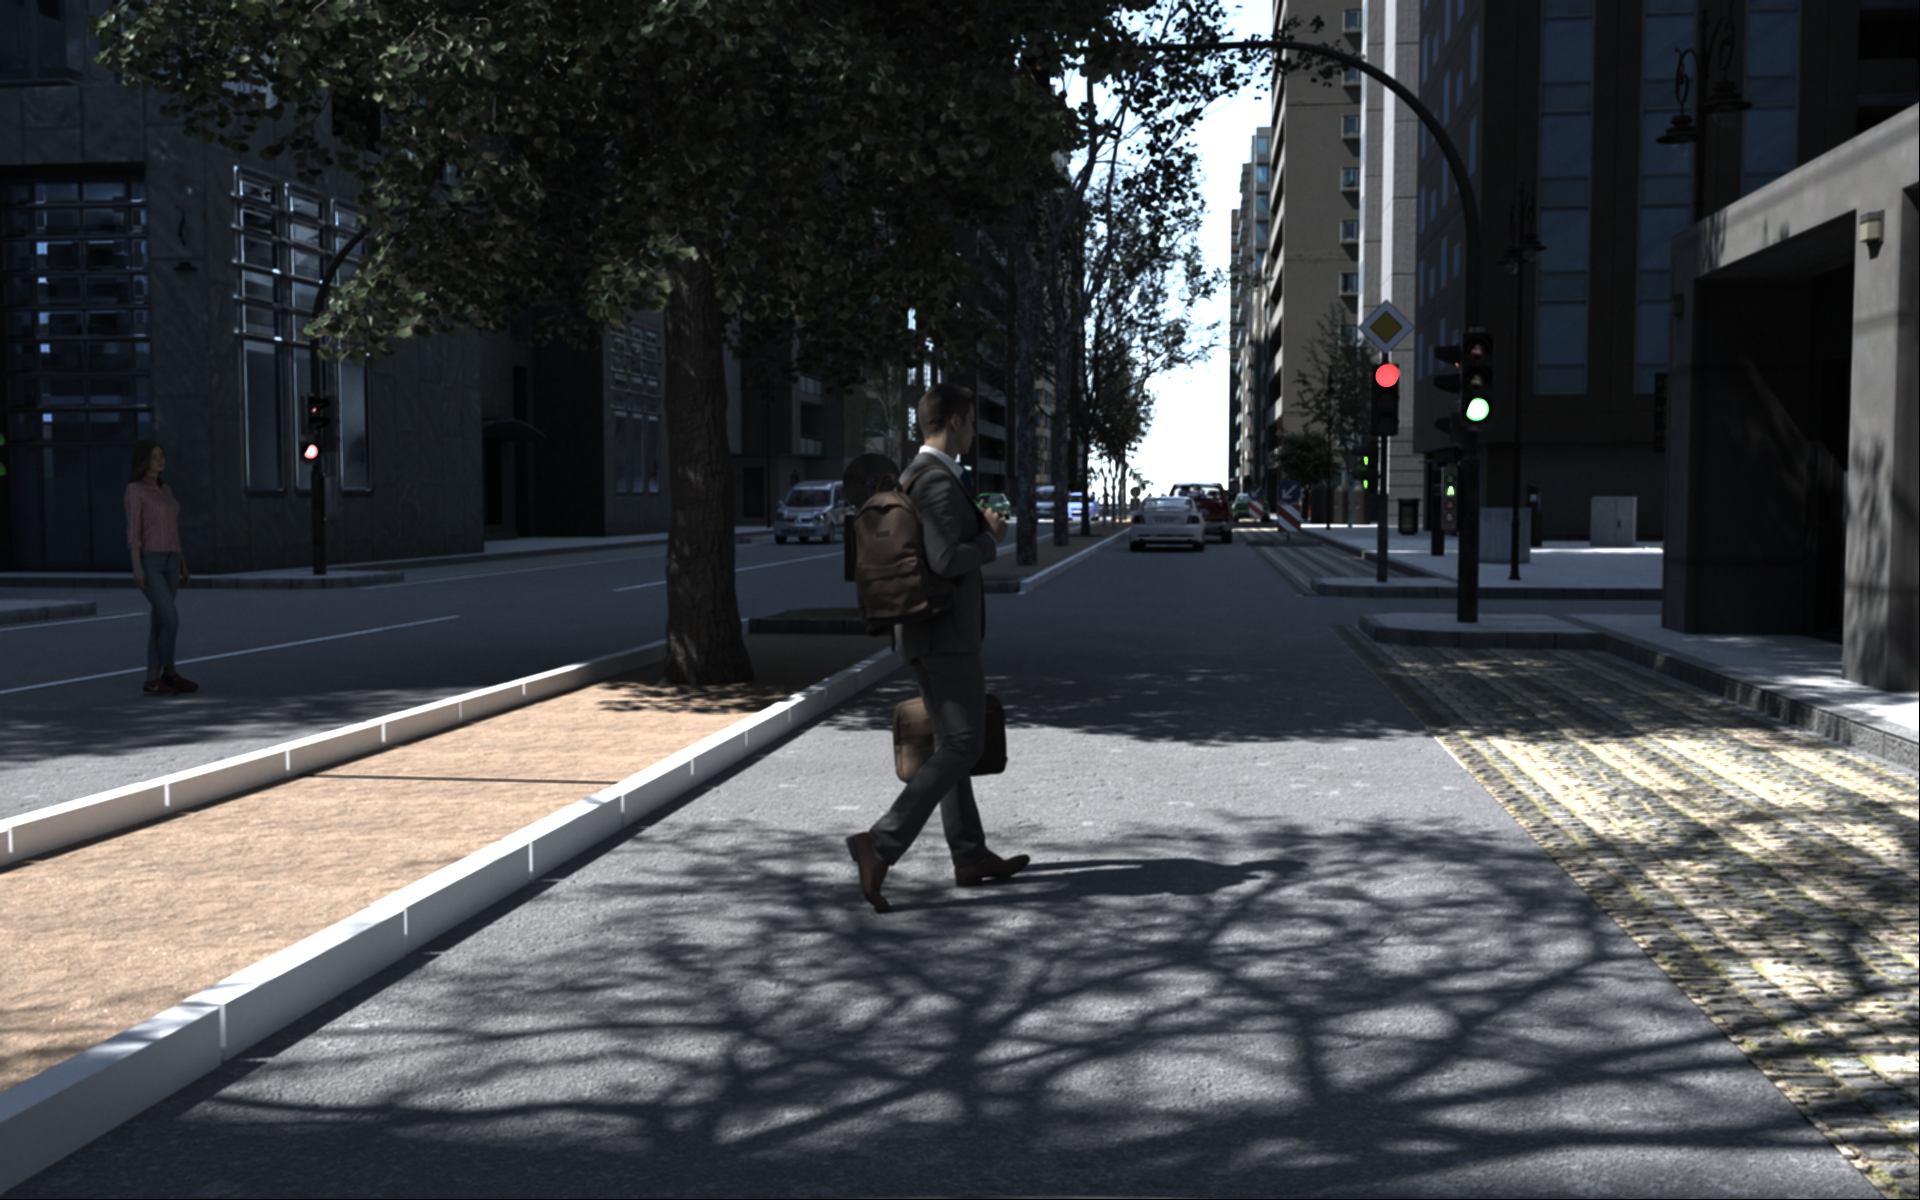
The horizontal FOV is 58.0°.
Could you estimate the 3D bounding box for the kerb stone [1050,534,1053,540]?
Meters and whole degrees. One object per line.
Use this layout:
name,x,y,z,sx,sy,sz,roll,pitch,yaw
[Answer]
kerb stone,2.675,-1.911,53.441,0.120,0.150,1.000,0,4,8

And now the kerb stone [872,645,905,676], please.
kerb stone,-0.603,0.500,14.014,0.120,0.150,1.000,0,4,8

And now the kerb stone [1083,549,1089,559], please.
kerb stone,2.667,-0.960,37.897,0.120,0.150,1.000,0,4,8

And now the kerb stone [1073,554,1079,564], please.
kerb stone,2.246,-0.772,34.831,0.120,0.150,1.000,0,4,8

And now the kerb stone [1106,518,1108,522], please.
kerb stone,7.114,-3.894,85.928,0.120,0.150,1.000,0,4,8

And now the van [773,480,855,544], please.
van,-4.248,-2.679,50.814,2.013,2.044,4.112,1,4,9

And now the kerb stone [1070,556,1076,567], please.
kerb stone,2.114,-0.711,33.812,0.120,0.150,1.000,0,4,8

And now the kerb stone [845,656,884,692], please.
kerb stone,-0.737,0.564,12.998,0.120,0.150,1.000,0,4,8

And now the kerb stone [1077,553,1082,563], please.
kerb stone,2.386,-0.835,35.852,0.120,0.150,1.000,0,4,8

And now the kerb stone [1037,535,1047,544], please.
kerb stone,2.397,-1.786,51.401,0.120,0.150,1.000,0,4,8

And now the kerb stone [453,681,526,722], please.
kerb stone,-3.094,0.670,11.270,0.120,0.150,1.000,0,4,8

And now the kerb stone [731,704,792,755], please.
kerb stone,-1.155,0.751,9.954,0.120,0.150,1.000,0,4,8

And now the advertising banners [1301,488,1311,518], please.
advertising banners,19.220,-6.022,94.653,2.074,3.025,0.090,3,5,42

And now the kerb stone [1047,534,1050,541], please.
kerb stone,2.532,-1.846,52.414,0.120,0.150,1.000,0,4,8

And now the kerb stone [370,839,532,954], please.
kerb stone,-1.712,0.997,5.890,0.120,0.150,1.000,0,4,8

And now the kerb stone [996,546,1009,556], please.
kerb stone,1.001,-1.159,41.230,0.120,0.150,1.000,0,4,8

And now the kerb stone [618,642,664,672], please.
kerb stone,-2.674,0.485,14.311,0.120,0.150,1.000,0,4,8

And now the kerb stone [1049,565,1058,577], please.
kerb stone,1.546,-0.462,29.754,0.120,0.150,1.000,0,4,8

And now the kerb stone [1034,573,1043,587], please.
kerb stone,1.136,-0.272,26.705,0.120,0.150,1.000,0,4,8

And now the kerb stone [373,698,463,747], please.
kerb stone,-3.226,0.731,10.248,0.120,0.150,1.000,0,4,8

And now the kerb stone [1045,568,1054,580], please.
kerb stone,1.414,-0.400,28.738,0.120,0.150,1.000,0,4,8

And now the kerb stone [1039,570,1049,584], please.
kerb stone,1.281,-0.338,27.717,0.120,0.150,1.000,0,4,8

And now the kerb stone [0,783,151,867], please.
kerb stone,-3.650,0.918,7.188,0.120,0.150,1.000,0,4,8

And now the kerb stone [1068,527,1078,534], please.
kerb stone,4.199,-2.594,64.612,0.120,0.150,1.000,0,4,8

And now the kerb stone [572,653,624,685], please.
kerb stone,-2.823,0.544,13.296,0.120,0.150,1.000,0,4,8

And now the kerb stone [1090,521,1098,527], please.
kerb stone,6.004,-3.401,77.809,0.120,0.150,1.000,0,4,8

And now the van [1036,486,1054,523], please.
van,4.208,-4.720,84.186,2.013,2.044,4.112,1,4,9

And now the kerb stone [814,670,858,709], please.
kerb stone,-0.878,0.625,11.983,0.120,0.150,1.000,0,4,8

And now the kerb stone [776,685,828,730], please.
kerb stone,-1.020,0.687,10.970,0.120,0.150,1.000,0,4,8

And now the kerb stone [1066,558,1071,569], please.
kerb stone,1.967,-0.648,32.801,0.120,0.150,1.000,0,4,8

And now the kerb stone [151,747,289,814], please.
kerb stone,-3.510,0.858,8.208,0.120,0.150,1.000,0,4,8

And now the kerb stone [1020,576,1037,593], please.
kerb stone,0.996,-0.213,25.693,0.120,0.150,1.000,0,4,8

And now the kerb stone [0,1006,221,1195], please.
kerb stone,-1.980,1.125,3.852,0.120,0.150,1.000,0,4,8

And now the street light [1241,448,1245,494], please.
street light,30.134,-12.950,184.515,0.468,5.910,1.993,0,4,8

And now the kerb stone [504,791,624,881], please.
kerb stone,-1.574,0.935,6.913,0.120,0.150,1.000,0,4,8

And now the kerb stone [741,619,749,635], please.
kerb stone,-2.259,0.296,17.351,0.120,0.150,1.000,0,4,8

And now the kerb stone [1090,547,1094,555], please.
kerb stone,2.938,-1.085,39.929,0.120,0.150,1.000,0,4,8

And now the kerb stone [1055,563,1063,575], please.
kerb stone,1.694,-0.524,30.768,0.120,0.150,1.000,0,4,8

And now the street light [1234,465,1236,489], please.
street light,34.995,-15.163,220.696,0.468,5.910,1.993,0,4,8

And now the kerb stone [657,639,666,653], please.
kerb stone,-2.538,0.420,15.324,0.120,0.150,1.000,0,4,8

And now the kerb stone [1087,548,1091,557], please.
kerb stone,2.806,-1.023,38.915,0.120,0.150,1.000,0,4,8

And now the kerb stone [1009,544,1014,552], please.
kerb stone,1.139,-1.226,42.245,0.120,0.150,1.000,0,4,8

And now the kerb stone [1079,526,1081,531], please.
kerb stone,4.474,-2.718,66.640,0.120,0.150,1.000,0,4,8

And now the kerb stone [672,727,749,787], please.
kerb stone,-1.292,0.811,8.938,0.120,0.150,1.000,0,4,8

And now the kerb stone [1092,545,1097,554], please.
kerb stone,3.087,-1.147,40.954,0.120,0.150,1.000,0,4,8

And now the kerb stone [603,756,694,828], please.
kerb stone,-1.432,0.877,7.925,0.120,0.150,1.000,0,4,8

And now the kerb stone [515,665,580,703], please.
kerb stone,-2.950,0.606,12.282,0.120,0.150,1.000,0,4,8

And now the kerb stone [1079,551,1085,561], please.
kerb stone,2.523,-0.895,36.869,0.120,0.150,1.000,0,4,8

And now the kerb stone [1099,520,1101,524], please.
kerb stone,6.278,-3.525,79.836,0.120,0.150,1.000,0,4,8

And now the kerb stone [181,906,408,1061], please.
kerb stone,-1.846,1.062,4.875,0.120,0.150,1.000,0,4,8

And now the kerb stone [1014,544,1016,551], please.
kerb stone,1.281,-1.288,43.257,0.120,0.150,1.000,0,4,8

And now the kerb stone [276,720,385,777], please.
kerb stone,-3.370,0.796,9.227,0.120,0.150,1.000,0,4,8

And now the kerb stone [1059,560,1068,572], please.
kerb stone,1.832,-0.587,31.786,0.120,0.150,1.000,0,4,8
